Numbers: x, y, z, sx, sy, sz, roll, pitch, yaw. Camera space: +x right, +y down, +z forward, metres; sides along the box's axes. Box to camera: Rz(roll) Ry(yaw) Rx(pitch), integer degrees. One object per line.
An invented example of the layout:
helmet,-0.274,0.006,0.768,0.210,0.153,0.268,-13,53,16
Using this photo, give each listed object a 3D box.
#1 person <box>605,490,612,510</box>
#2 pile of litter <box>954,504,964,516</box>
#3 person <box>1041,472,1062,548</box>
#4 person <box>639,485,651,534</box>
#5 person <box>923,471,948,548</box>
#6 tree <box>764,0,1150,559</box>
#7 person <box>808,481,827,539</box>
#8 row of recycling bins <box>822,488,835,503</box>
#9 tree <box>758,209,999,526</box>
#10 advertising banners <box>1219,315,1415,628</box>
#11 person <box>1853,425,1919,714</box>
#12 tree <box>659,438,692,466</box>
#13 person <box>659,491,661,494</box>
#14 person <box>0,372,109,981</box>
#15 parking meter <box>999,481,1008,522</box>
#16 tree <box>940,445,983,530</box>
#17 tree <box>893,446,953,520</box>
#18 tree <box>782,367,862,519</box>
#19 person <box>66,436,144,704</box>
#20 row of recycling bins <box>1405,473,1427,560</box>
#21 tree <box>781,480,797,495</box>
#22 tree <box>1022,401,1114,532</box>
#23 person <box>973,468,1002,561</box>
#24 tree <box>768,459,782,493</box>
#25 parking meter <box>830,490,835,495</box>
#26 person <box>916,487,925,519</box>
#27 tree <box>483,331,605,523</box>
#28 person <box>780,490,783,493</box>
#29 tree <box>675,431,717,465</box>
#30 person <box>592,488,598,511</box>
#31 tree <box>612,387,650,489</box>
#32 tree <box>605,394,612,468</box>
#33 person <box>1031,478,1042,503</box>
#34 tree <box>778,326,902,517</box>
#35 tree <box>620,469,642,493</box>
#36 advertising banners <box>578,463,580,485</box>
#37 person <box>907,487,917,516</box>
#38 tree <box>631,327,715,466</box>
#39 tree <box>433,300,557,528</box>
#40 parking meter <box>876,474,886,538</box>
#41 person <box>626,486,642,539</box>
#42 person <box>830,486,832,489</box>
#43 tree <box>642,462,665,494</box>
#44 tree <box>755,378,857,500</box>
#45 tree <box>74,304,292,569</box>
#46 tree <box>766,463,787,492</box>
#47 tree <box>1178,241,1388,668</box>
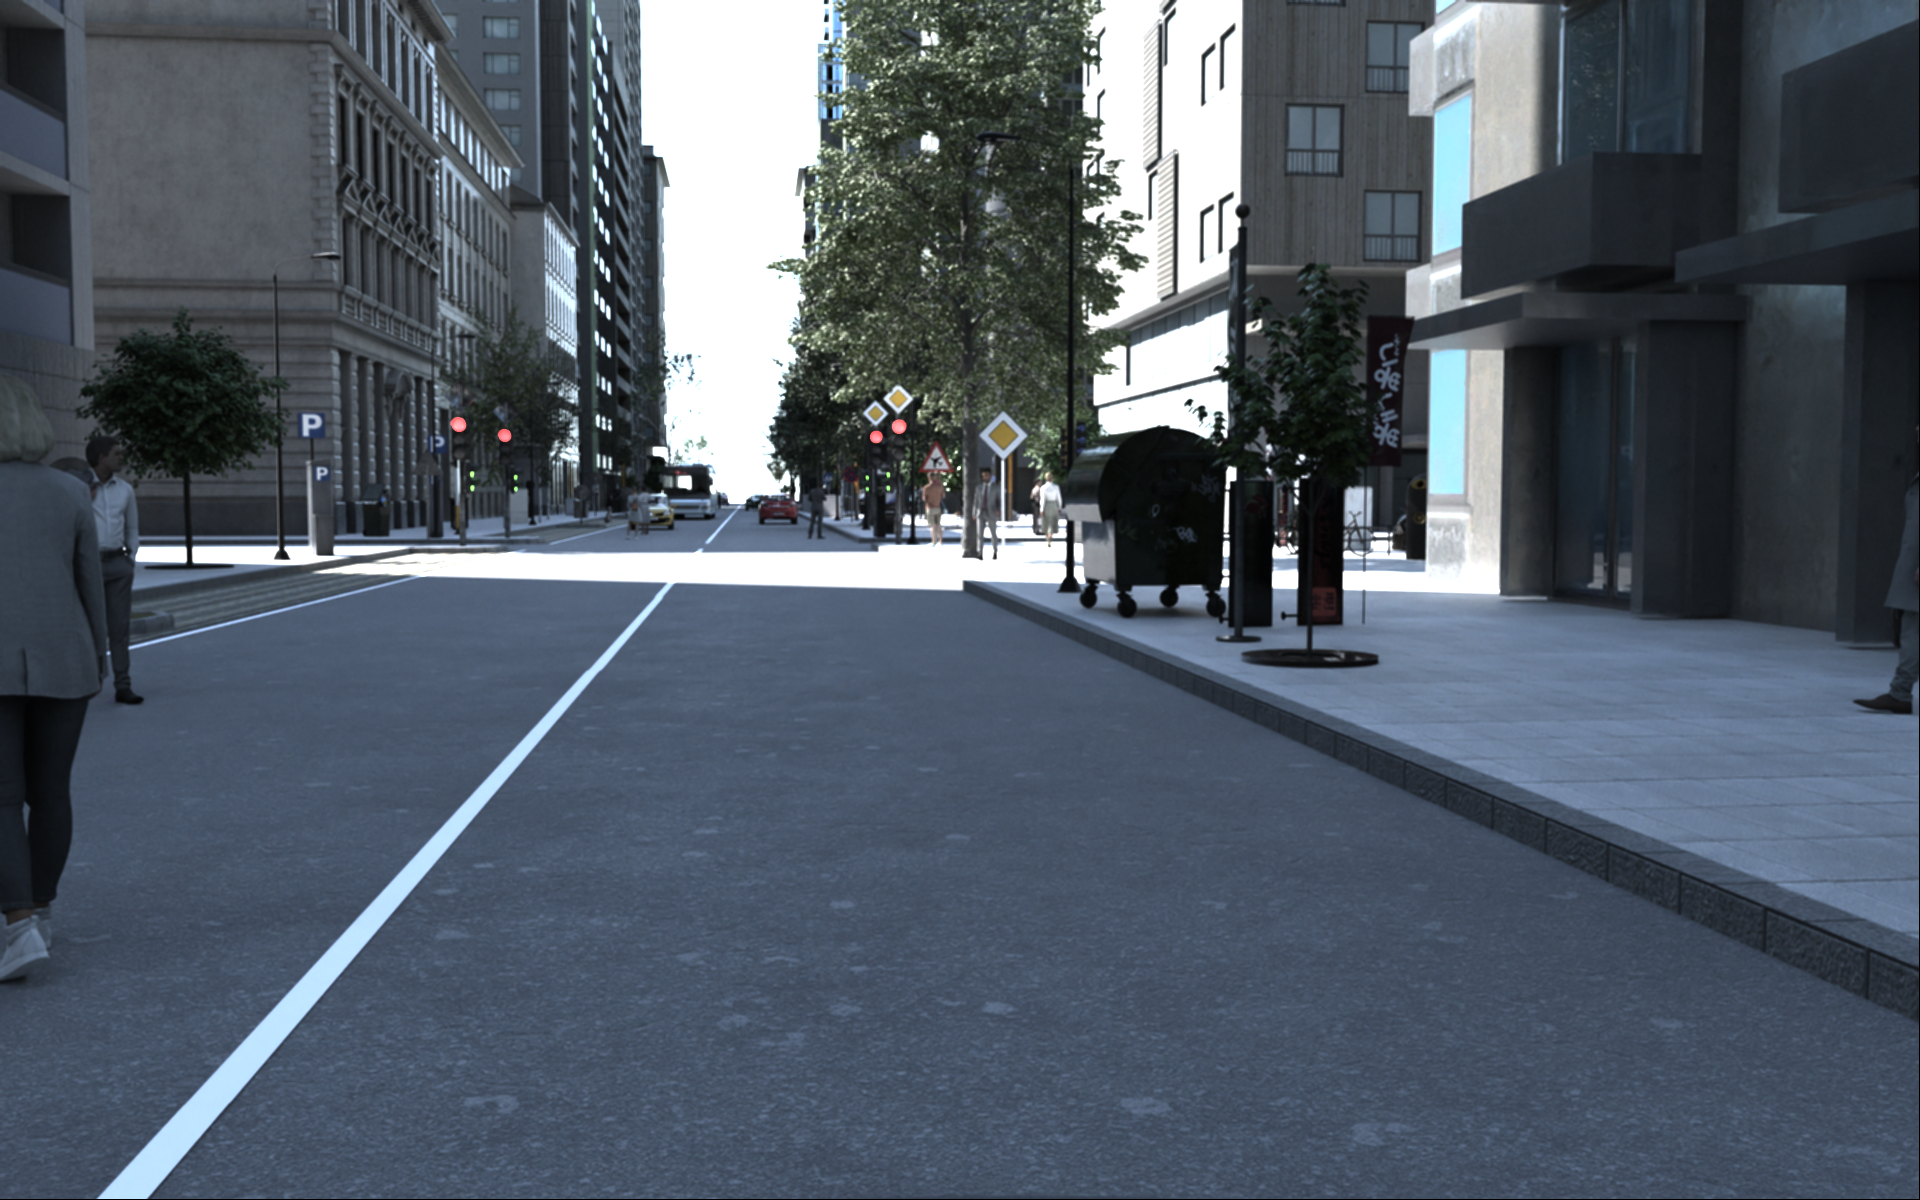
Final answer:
person,-27.607,-7.872,136.215,0.593,1.643,0.415,-1,4,-18
pile of litter,0.181,-5.255,99.884,1.719,0.858,1.176,1,4,13
person,2.137,-2.129,41.083,0.478,1.798,0.641,1,4,17
person,-11.290,-3.222,61.754,0.524,1.755,0.480,3,5,42
person,-0.590,-2.157,41.285,0.573,1.828,0.580,1,4,9
tree,-0.060,-7.121,34.561,7.486,12.596,7.792,0,3,0
person,-4.600,-2.898,55.692,0.655,1.846,0.447,1,4,15
row of recycling bins,-8.741,-6.459,112.724,1.069,1.692,3.534,-1,4,-8
tree,-3.570,-9.372,70.239,9.611,12.733,9.660,0,3,0
advertising banners,3.493,-1.264,16.847,2.074,3.025,0.090,-1,4,-17
person,5.666,-0.243,10.118,0.767,1.812,0.694,2,4,25
tree,-36.280,-16.556,221.049,4.737,8.622,4.395,0,3,0
person,-31.489,-10.657,181.076,0.721,1.735,1.217,-2,4,-31
person,-2.924,0.213,5.206,0.709,1.800,0.728,-3,4,-38
parking meter,1.995,-4.515,79.538,0.399,1.863,0.255,-3,5,-41
tree,-0.158,-4.154,62.520,1.663,3.219,1.824,0,3,0
tree,-1.645,-6.216,85.352,4.285,4.588,4.351,0,3,0
tree,-5.951,-8.525,89.741,4.737,8.622,4.395,0,3,0
person,-5.970,-0.202,11.911,0.850,1.850,0.679,2,4,33
row of recycling bins,9.726,-1.571,32.791,1.069,1.692,3.534,-1,4,-22
tree,-18.964,-12.365,196.766,1.663,3.219,1.824,0,3,0
tree,3.777,-4.590,58.761,4.285,4.588,4.351,0,3,0
person,0.544,-1.662,33.485,0.678,1.792,0.850,1,4,17
tree,-20.084,-15.908,210.465,4.737,8.622,4.395,0,3,0
parking meter,-8.150,-6.246,110.534,0.372,1.533,0.369,0,3,0
person,-1.970,-5.109,89.750,0.661,1.801,0.590,0,4,-3
tree,-19.004,-7.766,77.330,4.360,8.622,3.978,0,3,0
person,-23.762,-13.733,230.213,0.705,1.869,1.348,1,4,10
tree,-43.344,-21.899,283.805,9.928,11.665,9.643,0,3,0
person,-27.065,-7.425,128.251,0.742,1.727,0.445,2,4,27
tree,-23.638,-10.403,120.453,4.360,8.622,3.978,0,3,0
tree,-20.742,-8.414,87.939,4.360,8.622,3.978,0,3,0
person,2.546,-2.961,54.804,0.374,1.781,0.599,-3,5,-39
tree,-6.625,-10.449,96.599,9.928,11.665,9.643,0,3,0
tree,-25.753,-8.658,136.158,1.663,3.219,1.824,0,3,0
advertising banners,-21.002,-6.097,95.878,0.090,3.025,2.074,-1,4,-18
person,-2.790,-5.801,100.905,0.620,1.820,0.660,-1,4,-17
tree,-34.563,-21.010,199.410,12.611,20.169,13.585,0,3,0
tree,-17.349,-7.007,64.930,4.737,8.622,4.395,0,3,0
parking meter,-2.331,-2.777,51.113,0.255,1.863,0.399,0,4,-5
person,-10.346,-2.784,55.026,0.512,1.701,0.522,-1,4,-19
person,-9.181,-7.192,123.502,0.748,1.841,0.638,-3,5,-40
tree,-31.901,-12.249,183.987,4.285,4.588,4.351,0,3,0
tree,-9.732,-11.274,118.737,7.601,10.594,8.767,0,4,-1
tree,-13.512,-2.838,30.108,4.285,4.588,4.351,0,3,0
tree,-29.261,-20.115,279.246,4.360,8.622,3.978,0,3,0
tree,2.772,-1.143,13.285,1.663,3.219,1.824,0,3,0
